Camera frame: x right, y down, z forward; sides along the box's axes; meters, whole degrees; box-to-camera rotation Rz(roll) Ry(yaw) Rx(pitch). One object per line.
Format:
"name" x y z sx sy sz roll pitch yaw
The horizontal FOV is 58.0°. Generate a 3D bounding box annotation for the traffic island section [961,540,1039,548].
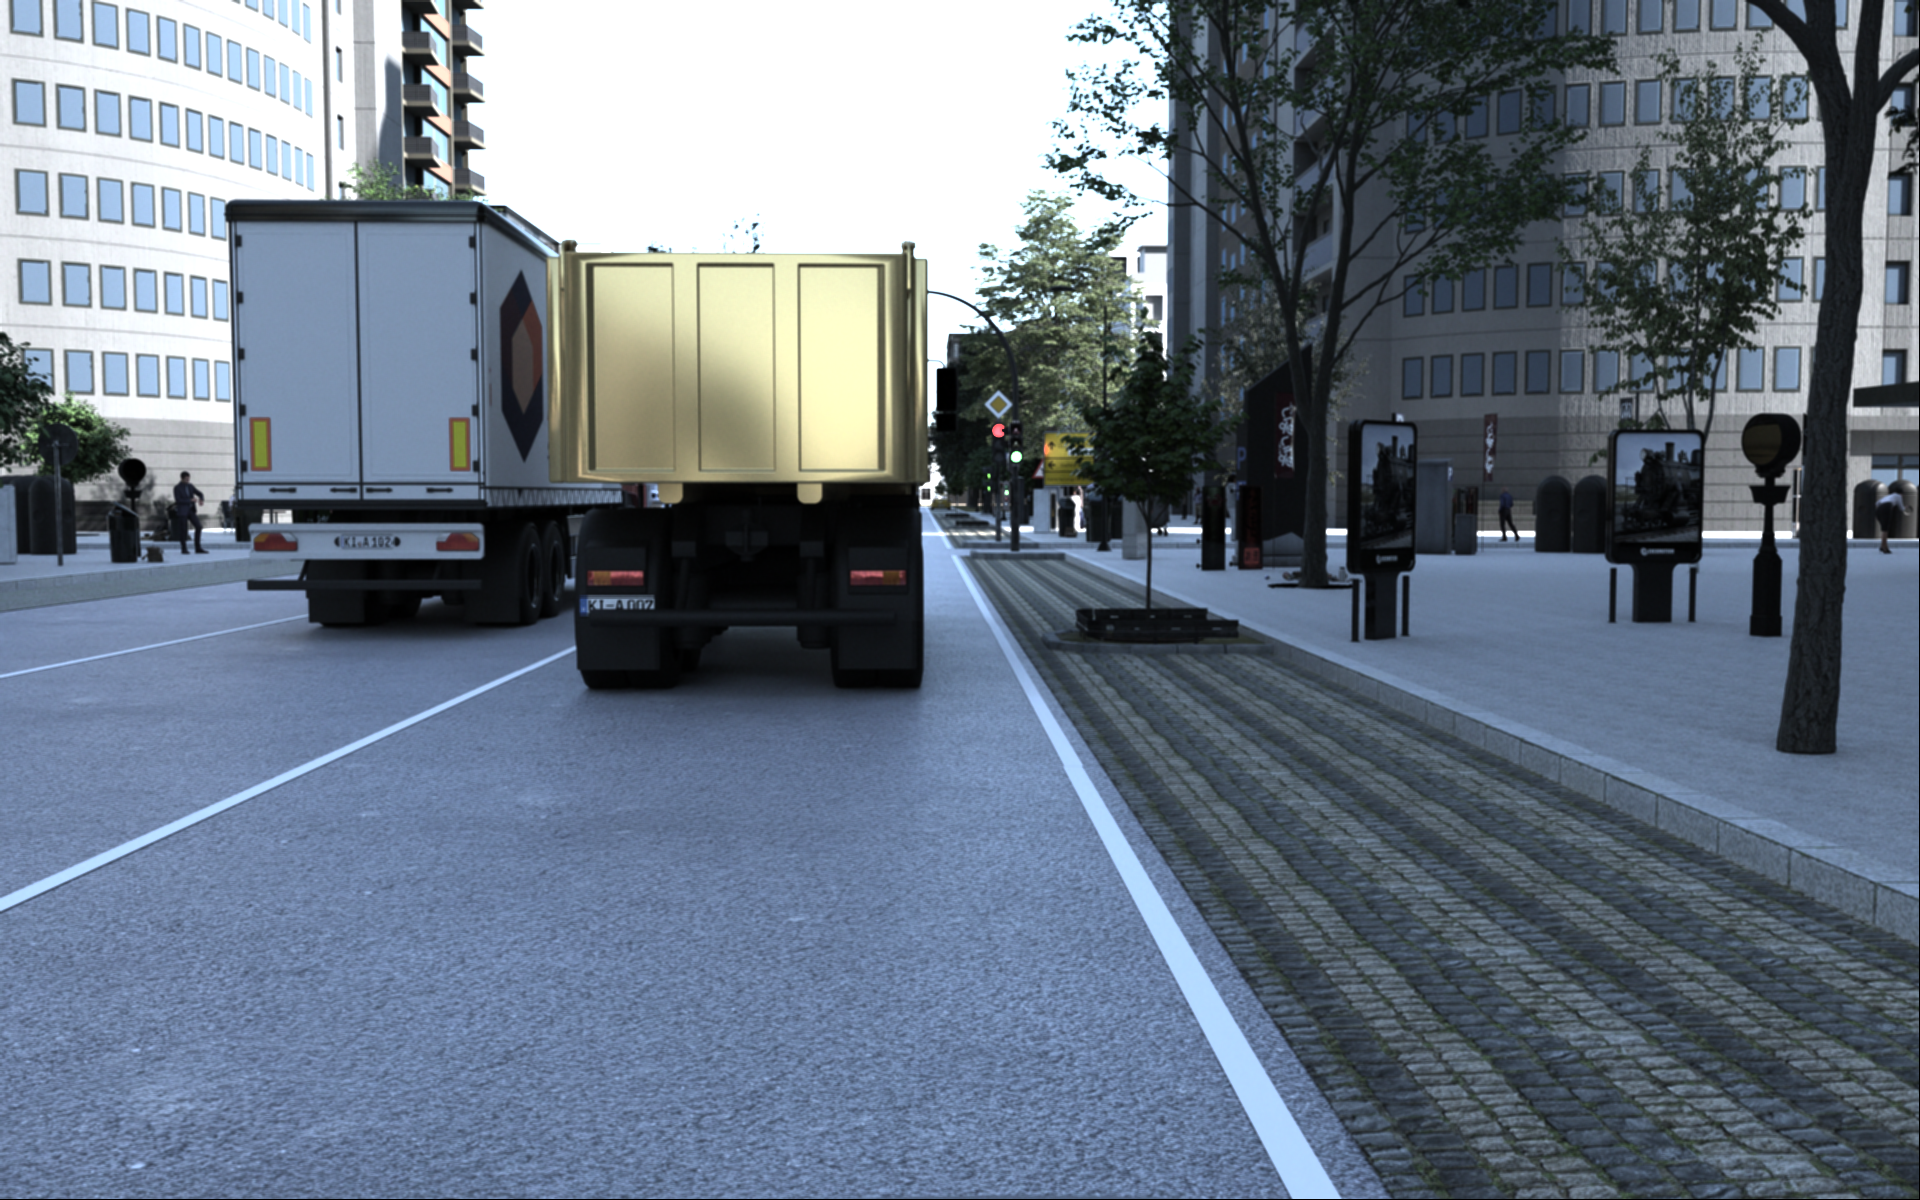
"traffic island section" 1.059 -1.504 46.863 2.009 0.180 2.903 0 4 -1

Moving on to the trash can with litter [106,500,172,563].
"trash can with litter" -15.470 -1.296 32.577 1.055 1.170 0.624 -2 4 -27

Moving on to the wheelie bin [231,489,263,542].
"wheelie bin" -19.165 -2.368 46.631 0.980 1.594 0.693 3 5 40

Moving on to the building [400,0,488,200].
"building" -41.753 -27.590 105.724 22.147 44.769 28.867 0 4 -1

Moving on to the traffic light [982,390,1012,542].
"traffic light" 1.019 -3.537 46.748 0.839 4.253 0.868 0 4 -1

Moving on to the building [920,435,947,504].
"building" -15.541 -17.031 220.611 28.070 9.664 9.099 0 4 -1

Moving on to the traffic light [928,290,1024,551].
"traffic light" -0.879 -3.909 38.575 4.771 5.953 1.251 0 4 -1

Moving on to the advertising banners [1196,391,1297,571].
"advertising banners" 4.913 -2.029 29.363 2.074 3.025 0.090 -2 4 -26

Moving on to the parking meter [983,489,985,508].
"parking meter" 1.790 -7.002 120.195 0.255 1.863 0.399 -3 5 -43

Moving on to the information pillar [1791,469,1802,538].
"information pillar" 24.333 -2.794 50.177 0.304 2.012 0.304 0 4 1

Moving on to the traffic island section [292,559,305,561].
"traffic island section" -13.367 -0.994 38.537 2.009 0.180 2.903 0 4 -1

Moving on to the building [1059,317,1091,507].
"building" 18.227 -19.897 181.739 16.016 20.091 11.380 0 4 -1

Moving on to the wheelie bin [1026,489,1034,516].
"wheelie bin" 4.192 -5.591 99.321 0.693 1.594 0.980 1 4 19

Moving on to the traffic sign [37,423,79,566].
"traffic sign" -16.089 -1.883 30.901 0.768 2.556 0.104 0 4 5

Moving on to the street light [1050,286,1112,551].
"street light" 2.700 -4.052 38.788 1.470 5.913 1.316 0 4 -1

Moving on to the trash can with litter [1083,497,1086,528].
"trash can with litter" 4.555 -3.357 65.950 2.233 1.210 1.678 -1 4 -14

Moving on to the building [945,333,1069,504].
"building" 14.585 -23.630 230.318 32.646 21.610 27.936 0 4 -1

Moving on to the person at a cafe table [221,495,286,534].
"person at a cafe table" -22.857 -2.879 55.587 1.622 1.524 1.698 1 4 11

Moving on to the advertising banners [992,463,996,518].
"advertising banners" 1.853 -6.083 95.645 0.090 3.025 2.074 0 4 -2

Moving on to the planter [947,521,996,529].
"planter" 0.467 -3.094 71.734 1.991 0.319 1.994 0 4 -1

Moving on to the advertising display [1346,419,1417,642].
"advertising display" 3.729 -0.617 15.305 0.123 1.923 0.974 3 5 44

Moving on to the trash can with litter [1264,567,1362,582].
"trash can with litter" 5.424 -0.918 26.070 1.678 1.210 2.233 0 4 4

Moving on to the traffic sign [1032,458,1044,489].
"traffic sign" 2.867 -3.600 58.868 0.884 2.594 0.081 0 4 8

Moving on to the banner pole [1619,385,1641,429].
"banner pole" 15.263 -3.025 39.482 0.401 3.779 0.863 -1 4 -15

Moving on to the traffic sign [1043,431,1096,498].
"traffic sign" 3.837 -3.816 56.268 2.265 3.308 0.079 0 4 6

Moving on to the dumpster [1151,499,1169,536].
"dumpster" 5.753 -2.894 53.081 1.264 1.857 1.865 0 4 -1

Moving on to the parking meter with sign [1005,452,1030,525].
"parking meter with sign" 2.445 -4.692 72.983 0.543 3.016 1.738 1 4 22

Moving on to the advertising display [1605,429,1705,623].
"advertising display" 6.931 -0.739 17.291 0.974 1.923 0.123 0 4 -8

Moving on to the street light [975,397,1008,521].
"street light" 1.570 -6.776 83.334 1.470 5.913 1.316 0 4 -1

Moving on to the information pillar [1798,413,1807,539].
"information pillar" 24.406 -3.569 49.714 0.504 3.616 0.183 3 4 37

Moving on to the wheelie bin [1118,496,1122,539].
"wheelie bin" 4.561 -2.532 49.305 0.980 1.594 0.693 2 4 27

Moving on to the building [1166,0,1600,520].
"building" 23.522 -34.582 107.408 21.231 58.520 28.212 0 4 -1

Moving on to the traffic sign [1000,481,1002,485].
"traffic sign" 2.536 -6.200 101.480 0.768 2.556 0.104 0 4 7

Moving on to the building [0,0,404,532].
"building" -37.133 -32.228 68.932 21.231 58.520 28.212 0 4 -1

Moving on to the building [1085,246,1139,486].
"building" 25.707 -19.283 159.247 27.936 21.610 32.646 0 4 -1

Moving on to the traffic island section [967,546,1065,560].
"traffic island section" 1.250 -1.015 38.881 2.009 0.180 2.903 0 4 -1

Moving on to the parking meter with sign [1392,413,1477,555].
"parking meter with sign" 10.117 -2.486 36.905 1.738 3.016 0.543 2 4 34

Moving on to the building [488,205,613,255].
"building" -42.915 -18.021 138.622 27.936 21.610 32.646 0 4 -1

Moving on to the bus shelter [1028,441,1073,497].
"bus shelter" 4.156 -5.385 79.329 1.731 3.624 6.357 0 4 -2

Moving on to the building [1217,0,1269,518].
"building" 21.035 -26.672 86.192 14.600 45.320 14.200 0 4 -1

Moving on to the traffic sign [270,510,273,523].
"traffic sign" -18.808 -2.885 47.270 0.768 2.556 0.104 0 4 -1

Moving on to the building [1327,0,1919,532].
"building" 27.820 -32.130 67.327 28.212 58.520 21.231 0 4 -1

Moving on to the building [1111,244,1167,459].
"building" 20.135 -17.157 136.931 16.016 20.091 11.380 0 4 -1

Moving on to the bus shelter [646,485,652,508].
"bus shelter" -18.553 -6.747 104.238 2.014 3.302 5.546 0 4 -2

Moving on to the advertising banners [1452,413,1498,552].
"advertising banners" 11.384 -2.592 38.566 0.090 3.025 2.074 -1 4 -13

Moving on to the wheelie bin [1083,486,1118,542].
"wheelie bin" 3.674 -2.344 46.234 0.693 1.594 0.980 -1 4 -13

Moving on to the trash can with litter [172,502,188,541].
"trash can with litter" -21.354 -2.164 46.764 1.055 1.170 0.624 0 4 5

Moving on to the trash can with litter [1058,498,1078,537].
"trash can with litter" 3.280 -2.459 51.589 0.624 1.170 1.055 -1 4 -13

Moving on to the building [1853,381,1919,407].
"building" 25.655 -21.919 13.001 22.147 44.769 28.867 0 4 -1

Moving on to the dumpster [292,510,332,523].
"dumpster" -17.520 -2.767 47.742 1.502 2.255 1.985 0 4 -1
